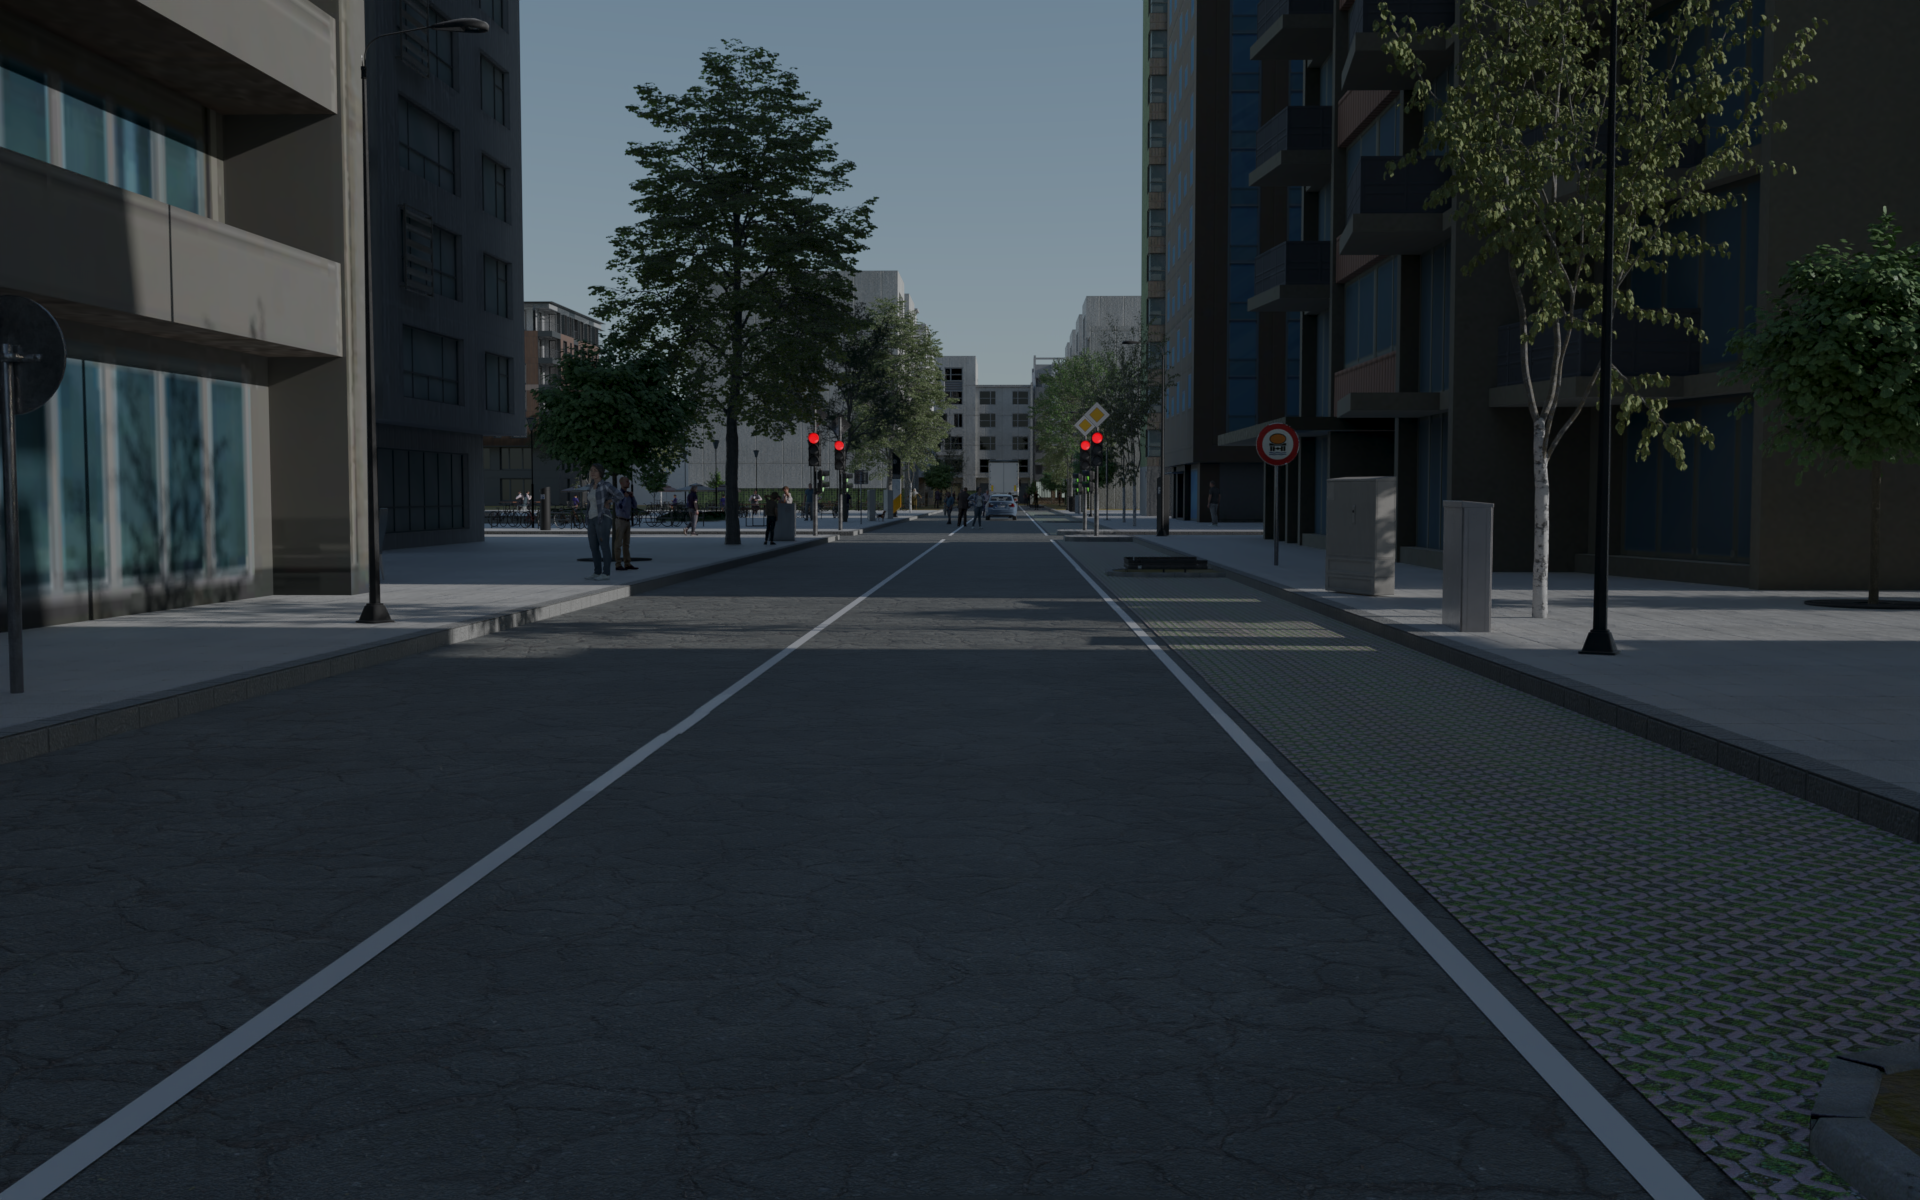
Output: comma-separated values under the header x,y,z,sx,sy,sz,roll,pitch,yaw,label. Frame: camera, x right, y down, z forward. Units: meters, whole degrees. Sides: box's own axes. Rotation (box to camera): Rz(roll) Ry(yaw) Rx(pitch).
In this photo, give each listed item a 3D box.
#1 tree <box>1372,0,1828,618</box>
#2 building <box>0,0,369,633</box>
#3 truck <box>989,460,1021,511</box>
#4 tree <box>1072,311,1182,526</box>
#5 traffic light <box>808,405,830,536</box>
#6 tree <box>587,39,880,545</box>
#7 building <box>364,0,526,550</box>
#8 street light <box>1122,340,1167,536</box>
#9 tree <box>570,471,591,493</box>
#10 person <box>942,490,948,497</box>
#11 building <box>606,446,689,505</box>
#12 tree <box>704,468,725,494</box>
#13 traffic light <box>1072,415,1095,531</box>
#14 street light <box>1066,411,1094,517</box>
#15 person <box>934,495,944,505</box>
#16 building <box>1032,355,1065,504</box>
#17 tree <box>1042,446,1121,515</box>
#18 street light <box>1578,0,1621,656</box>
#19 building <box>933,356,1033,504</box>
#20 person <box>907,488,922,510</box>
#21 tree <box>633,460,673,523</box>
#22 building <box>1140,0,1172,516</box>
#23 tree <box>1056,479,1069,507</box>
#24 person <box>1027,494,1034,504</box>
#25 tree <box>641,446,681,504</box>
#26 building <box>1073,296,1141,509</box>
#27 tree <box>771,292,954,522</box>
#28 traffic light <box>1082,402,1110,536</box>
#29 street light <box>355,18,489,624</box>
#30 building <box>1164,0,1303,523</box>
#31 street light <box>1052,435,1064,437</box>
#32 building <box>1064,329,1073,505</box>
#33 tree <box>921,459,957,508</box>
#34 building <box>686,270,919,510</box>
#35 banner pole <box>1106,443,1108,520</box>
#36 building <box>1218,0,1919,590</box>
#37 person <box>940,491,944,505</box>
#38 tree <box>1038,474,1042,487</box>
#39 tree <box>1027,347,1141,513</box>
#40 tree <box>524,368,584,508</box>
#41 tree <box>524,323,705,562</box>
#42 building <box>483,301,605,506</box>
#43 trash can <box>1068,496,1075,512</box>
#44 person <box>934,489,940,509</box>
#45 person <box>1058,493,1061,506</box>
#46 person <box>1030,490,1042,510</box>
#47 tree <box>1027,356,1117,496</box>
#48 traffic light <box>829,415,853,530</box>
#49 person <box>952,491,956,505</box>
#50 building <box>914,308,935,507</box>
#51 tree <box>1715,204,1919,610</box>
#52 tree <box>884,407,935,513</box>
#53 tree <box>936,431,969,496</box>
x,y,z,sx,sy,sz,roll,pitch,yaw,label
6.034,-4.105,17.482,4.737,8.622,4.395,0,3,0,tree
-18.610,-23.694,11.103,21.300,48.544,21.600,0,4,2,building
3.792,-9.736,148.095,2.839,4.237,11.283,0,4,2,truck
6.724,-7.246,68.829,4.360,8.622,3.978,0,3,0,tree
-4.428,-3.924,53.085,0.839,4.253,0.868,0,4,2,traffic light
-5.423,-7.680,43.700,7.486,12.596,7.792,0,3,0,tree
-18.987,-21.972,42.840,14.086,41.232,14.154,0,4,2,building
5.580,-4.886,52.429,1.470,5.913,1.316,0,4,2,street light
-27.013,-10.752,126.150,4.360,8.622,3.978,0,3,0,tree
-1.533,-11.122,188.605,0.721,1.735,1.217,-3,5,-40,person
-36.576,-17.467,227.739,28.070,9.664,9.099,0,4,2,building
-17.764,-8.107,127.146,1.663,3.219,1.824,0,3,0,tree
4.371,-4.399,60.848,0.839,4.253,0.868,0,4,2,traffic light
6.835,-7.633,97.347,1.470,5.913,1.316,0,4,2,street light
-2.435,-11.872,200.975,1.217,1.723,0.721,-1,4,-13,person
15.254,-22.859,230.162,11.380,20.091,16.016,0,4,2,building
8.196,-7.457,105.642,4.285,4.588,4.351,0,3,0,tree
4.605,-2.522,13.777,1.470,5.913,1.316,0,4,2,street light
-6.192,-22.236,230.022,31.486,18.905,16.747,0,4,2,building
-3.699,-8.158,140.155,1.217,1.736,0.721,1,4,12,person
-13.582,-5.066,77.427,1.663,3.219,1.824,0,3,0,tree
18.011,-25.820,105.750,14.154,41.232,14.086,0,4,2,building
10.739,-11.130,176.573,1.663,3.219,1.824,0,3,0,tree
8.230,-12.141,207.026,1.348,1.821,0.705,-1,4,-18,person
-22.805,-11.115,132.086,4.737,8.622,4.395,0,3,0,tree
19.845,-18.130,162.876,16.747,18.905,31.486,0,4,2,building
-5.547,-8.849,79.093,8.767,10.594,7.601,3,5,40,tree
4.151,-3.911,52.866,0.839,4.253,0.868,0,4,2,traffic light
-5.300,-2.725,17.095,1.470,5.913,1.316,0,4,2,street light
17.500,-26.478,83.029,14.600,45.320,14.200,0,4,2,building
7.900,-9.984,135.772,1.470,5.913,1.316,0,4,2,street light
20.643,-20.051,194.293,16.747,18.905,31.486,0,4,2,building
-1.914,-10.667,158.120,4.285,4.588,4.351,0,3,0,tree
-12.846,-17.531,153.086,16.747,18.905,31.486,0,4,2,building
7.215,-5.818,85.144,0.401,3.779,0.863,0,4,-1,banner pole
17.895,-23.272,35.125,22.147,44.769,28.867,0,4,2,building
-2.203,-11.563,195.824,1.217,1.735,0.721,3,5,40,person
11.315,-14.069,213.745,4.285,4.588,4.351,0,3,0,tree
8.682,-11.913,120.534,9.928,11.665,9.643,0,3,0,tree
-26.145,-11.240,118.187,7.601,10.594,8.767,-1,4,-20,tree
-6.634,-3.033,33.296,4.285,4.588,4.351,0,3,0,tree
-59.004,-21.649,197.934,32.646,21.610,27.936,0,4,2,building
8.070,-6.874,124.044,0.748,1.137,0.748,0,3,0,trash can
-1.980,-8.891,151.854,0.683,1.767,0.568,2,4,28,person
10.497,-10.629,183.081,0.557,1.426,1.065,1,4,15,person
6.784,-8.895,154.454,1.217,1.766,0.721,-2,4,-32,person
9.304,-13.727,142.571,7.486,12.596,7.792,0,3,0,tree
-4.208,-4.413,61.067,0.839,4.253,0.868,0,4,2,traffic light
-0.711,-12.152,206.204,0.415,1.643,0.593,1,4,15,person
-10.960,-19.448,174.398,16.016,20.091,11.380,0,4,2,building
10.484,-2.211,19.862,4.285,4.588,4.351,0,3,0,tree
-3.456,-10.293,118.655,4.737,8.622,4.395,0,3,0,tree
-0.912,-15.220,199.202,4.360,8.622,3.978,0,3,0,tree
